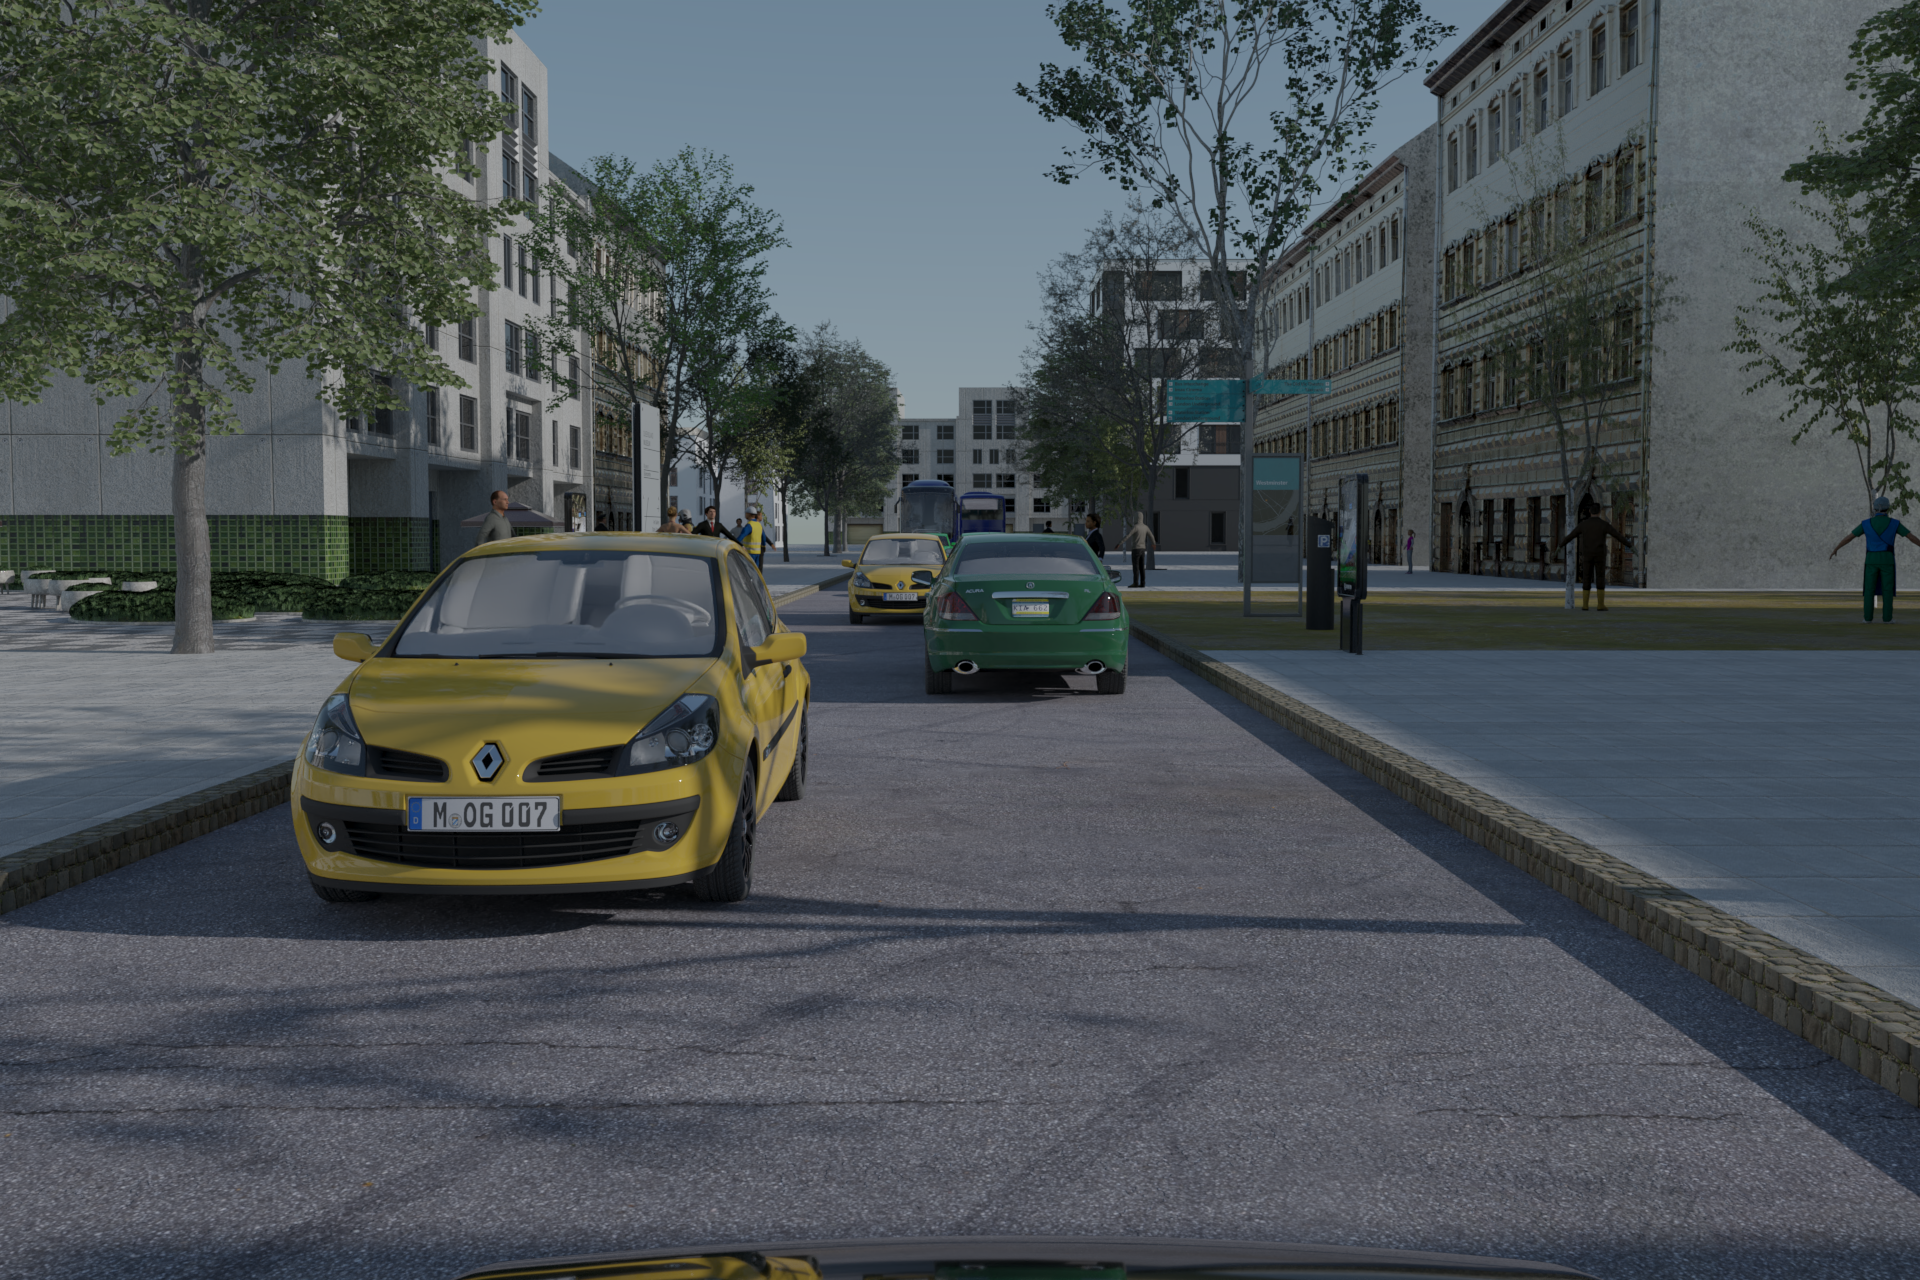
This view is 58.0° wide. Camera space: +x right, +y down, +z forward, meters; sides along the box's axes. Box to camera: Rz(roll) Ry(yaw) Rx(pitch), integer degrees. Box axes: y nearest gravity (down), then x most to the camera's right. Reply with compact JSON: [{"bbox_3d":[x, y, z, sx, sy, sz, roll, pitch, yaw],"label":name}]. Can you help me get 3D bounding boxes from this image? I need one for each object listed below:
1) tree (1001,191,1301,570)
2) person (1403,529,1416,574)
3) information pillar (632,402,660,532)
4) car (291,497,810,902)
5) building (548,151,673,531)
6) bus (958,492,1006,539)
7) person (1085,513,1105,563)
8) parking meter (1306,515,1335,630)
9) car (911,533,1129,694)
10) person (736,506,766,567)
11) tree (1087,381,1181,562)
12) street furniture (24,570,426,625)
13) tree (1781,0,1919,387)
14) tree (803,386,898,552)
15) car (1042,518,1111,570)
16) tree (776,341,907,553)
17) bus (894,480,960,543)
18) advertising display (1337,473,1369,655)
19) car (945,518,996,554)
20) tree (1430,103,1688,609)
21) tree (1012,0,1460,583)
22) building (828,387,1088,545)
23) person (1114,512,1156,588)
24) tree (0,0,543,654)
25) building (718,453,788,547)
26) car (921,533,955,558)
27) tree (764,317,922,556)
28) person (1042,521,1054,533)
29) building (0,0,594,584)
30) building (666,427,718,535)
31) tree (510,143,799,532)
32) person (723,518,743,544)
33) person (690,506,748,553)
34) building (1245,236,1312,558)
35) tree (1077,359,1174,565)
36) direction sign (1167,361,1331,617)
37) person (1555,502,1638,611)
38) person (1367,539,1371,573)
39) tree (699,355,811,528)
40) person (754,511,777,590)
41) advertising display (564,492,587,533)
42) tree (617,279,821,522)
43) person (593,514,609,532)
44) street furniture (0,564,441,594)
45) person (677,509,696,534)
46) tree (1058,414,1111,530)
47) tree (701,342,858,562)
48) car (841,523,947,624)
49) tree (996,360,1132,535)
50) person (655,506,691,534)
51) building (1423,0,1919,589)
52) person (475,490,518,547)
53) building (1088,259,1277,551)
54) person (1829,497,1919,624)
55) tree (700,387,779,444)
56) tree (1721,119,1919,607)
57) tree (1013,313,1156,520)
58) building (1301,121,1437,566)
[{"bbox_3d":[6.813,-9.255,61.697,12.009,13.543,11.850,0,3,0],"label":"tree"},{"bbox_3d":[14.409,-2.840,55.693,0.599,1.433,0.991,0,4,2],"label":"person"},{"bbox_3d":[-5.745,-2.475,31.776,0.184,3.620,1.656,0,4,2],"label":"information pillar"},{"bbox_3d":[-1.667,0.138,7.968,2.015,1.641,3.980,0,4,0],"label":"car"},{"bbox_3d":[-25.290,-15.542,85.036,19.493,23.208,18.063,0,4,1],"label":"building"},{"bbox_3d":[1.099,-6.601,99.475,2.896,3.916,12.251,0,4,-1],"label":"bus"},{"bbox_3d":[1.872,-1.002,25.558,0.721,1.740,1.216,-1,4,-16],"label":"person"},{"bbox_3d":[4.842,-0.908,23.252,0.372,1.533,0.369,0,3,0],"label":"parking meter"},{"bbox_3d":[0.574,-0.313,16.918,2.131,1.459,4.920,0,4,-1],"label":"car"},{"bbox_3d":[-4.191,-1.750,34.575,0.705,1.833,1.349,2,4,25],"label":"person"},{"bbox_3d":[7.694,-7.827,78.328,4.737,8.622,4.395,0,3,0],"label":"tree"},{"bbox_3d":[-11.798,-0.778,28.343,5.734,0.657,10.072,-3,4,-38],"label":"street furniture"},{"bbox_3d":[13.749,-6.227,19.939,7.486,12.596,7.792,0,3,0],"label":"tree"},{"bbox_3d":[-8.324,-12.675,125.365,7.486,12.596,7.792,0,3,0],"label":"tree"},{"bbox_3d":[0.993,-0.740,22.324,2.015,1.641,3.980,0,4,0],"label":"car"},{"bbox_3d":[-8.063,-12.724,114.692,9.857,13.997,8.962,0,3,0],"label":"tree"},{"bbox_3d":[-1.399,-5.538,82.086,2.896,3.916,12.251,0,4,0],"label":"bus"},{"bbox_3d":[4.247,-0.829,18.761,0.123,1.923,0.974,0,4,1],"label":"advertising display"},{"bbox_3d":[0.635,-1.935,40.426,1.959,1.807,4.718,0,4,-1],"label":"car"},{"bbox_3d":[10.663,-4.849,29.649,4.360,8.622,3.978,0,3,0],"label":"tree"},{"bbox_3d":[6.095,-11.560,44.890,12.611,20.169,13.585,0,3,0],"label":"tree"},{"bbox_3d":[0.008,-21.192,215.399,31.486,18.905,16.747,0,4,1],"label":"building"},{"bbox_3d":[4.230,-2.150,41.286,1.348,1.813,0.705,-3,5,-40],"label":"person"},{"bbox_3d":[-8.141,-6.154,18.739,7.486,12.596,7.792,0,3,0],"label":"tree"},{"bbox_3d":[-22.277,-14.523,179.603,9.099,9.664,28.070,0,4,0],"label":"building"},{"bbox_3d":[-1.126,-3.667,68.755,1.959,1.807,4.718,0,3,0],"label":"car"},{"bbox_3d":[-7.745,-11.545,99.131,12.009,13.543,11.850,0,3,0],"label":"tree"},{"bbox_3d":[3.089,-3.182,58.752,0.721,1.740,1.216,-3,4,-36],"label":"person"},{"bbox_3d":[-24.003,-11.701,57.770,16.747,18.905,31.486,0,3,0],"label":"building"},{"bbox_3d":[-25.409,-12.725,150.202,9.099,9.664,28.070,0,4,-1],"label":"building"},{"bbox_3d":[-8.263,-7.431,47.257,9.928,11.665,9.643,0,3,0],"label":"tree"},{"bbox_3d":[-7.276,-3.117,57.148,1.347,1.806,0.705,-1,4,-13],"label":"person"},{"bbox_3d":[-4.589,-1.579,32.010,1.347,1.806,0.705,-2,4,-27],"label":"person"},{"bbox_3d":[27.173,-16.278,97.069,19.493,23.208,18.063,0,4,0],"label":"building"},{"bbox_3d":[7.076,-7.403,71.405,4.737,8.622,4.395,0,3,0],"label":"tree"},{"bbox_3d":[4.449,-2.290,26.211,2.525,3.948,1.411,0,4,0],"label":"direction sign"},{"bbox_3d":[10.625,-1.397,28.984,1.346,1.812,0.704,2,4,32],"label":"person"},{"bbox_3d":[13.217,-3.073,56.706,0.721,1.772,1.216,0,4,-4],"label":"person"},{"bbox_3d":[-8.347,-7.334,70.273,4.737,8.622,4.395,0,3,0],"label":"tree"},{"bbox_3d":[-4.558,-2.016,39.188,0.704,1.802,1.346,-2,4,-33],"label":"person"},{"bbox_3d":[-5.969,-1.329,26.938,0.123,1.923,0.974,0,4,1],"label":"advertising display"},{"bbox_3d":[-8.169,-7.669,59.796,8.767,10.594,7.601,3,4,39],"label":"tree"},{"bbox_3d":[-9.748,-2.532,47.340,1.347,1.837,0.705,3,5,44],"label":"person"},{"bbox_3d":[-16.738,-1.407,38.625,10.072,0.657,5.734,0,4,2],"label":"street furniture"},{"bbox_3d":[-6.296,-2.068,39.584,0.705,1.858,1.354,0,4,-2],"label":"person"},{"bbox_3d":[7.428,-9.108,99.274,4.737,8.622,4.395,0,3,0],"label":"tree"},{"bbox_3d":[-8.328,-8.872,79.463,7.601,10.594,8.767,-2,4,-24],"label":"tree"},{"bbox_3d":[-0.929,-1.140,28.856,2.015,1.641,3.980,0,3,0],"label":"car"},{"bbox_3d":[7.367,-12.478,114.389,12.009,13.543,11.850,0,3,0],"label":"tree"},{"bbox_3d":[-4.702,-1.328,28.523,1.217,1.733,0.721,1,4,8],"label":"person"},{"bbox_3d":[25.228,-13.340,49.036,19.493,23.208,18.063,0,4,0],"label":"building"},{"bbox_3d":[-5.430,-0.872,20.529,0.705,1.796,1.348,1,4,14],"label":"person"},{"bbox_3d":[24.539,-18.419,145.121,27.936,21.610,32.646,0,3,0],"label":"building"},{"bbox_3d":[13.190,-1.143,24.820,1.347,1.817,0.704,2,4,35],"label":"person"},{"bbox_3d":[-26.622,-21.899,213.938,12.611,20.169,13.585,0,3,0],"label":"tree"},{"bbox_3d":[15.764,-4.875,30.064,4.737,8.622,4.395,0,3,0],"label":"tree"},{"bbox_3d":[6.479,-10.492,89.672,7.486,12.596,7.792,0,3,0],"label":"tree"},{"bbox_3d":[26.826,-15.100,77.816,19.493,23.208,18.063,0,4,0],"label":"building"}]
